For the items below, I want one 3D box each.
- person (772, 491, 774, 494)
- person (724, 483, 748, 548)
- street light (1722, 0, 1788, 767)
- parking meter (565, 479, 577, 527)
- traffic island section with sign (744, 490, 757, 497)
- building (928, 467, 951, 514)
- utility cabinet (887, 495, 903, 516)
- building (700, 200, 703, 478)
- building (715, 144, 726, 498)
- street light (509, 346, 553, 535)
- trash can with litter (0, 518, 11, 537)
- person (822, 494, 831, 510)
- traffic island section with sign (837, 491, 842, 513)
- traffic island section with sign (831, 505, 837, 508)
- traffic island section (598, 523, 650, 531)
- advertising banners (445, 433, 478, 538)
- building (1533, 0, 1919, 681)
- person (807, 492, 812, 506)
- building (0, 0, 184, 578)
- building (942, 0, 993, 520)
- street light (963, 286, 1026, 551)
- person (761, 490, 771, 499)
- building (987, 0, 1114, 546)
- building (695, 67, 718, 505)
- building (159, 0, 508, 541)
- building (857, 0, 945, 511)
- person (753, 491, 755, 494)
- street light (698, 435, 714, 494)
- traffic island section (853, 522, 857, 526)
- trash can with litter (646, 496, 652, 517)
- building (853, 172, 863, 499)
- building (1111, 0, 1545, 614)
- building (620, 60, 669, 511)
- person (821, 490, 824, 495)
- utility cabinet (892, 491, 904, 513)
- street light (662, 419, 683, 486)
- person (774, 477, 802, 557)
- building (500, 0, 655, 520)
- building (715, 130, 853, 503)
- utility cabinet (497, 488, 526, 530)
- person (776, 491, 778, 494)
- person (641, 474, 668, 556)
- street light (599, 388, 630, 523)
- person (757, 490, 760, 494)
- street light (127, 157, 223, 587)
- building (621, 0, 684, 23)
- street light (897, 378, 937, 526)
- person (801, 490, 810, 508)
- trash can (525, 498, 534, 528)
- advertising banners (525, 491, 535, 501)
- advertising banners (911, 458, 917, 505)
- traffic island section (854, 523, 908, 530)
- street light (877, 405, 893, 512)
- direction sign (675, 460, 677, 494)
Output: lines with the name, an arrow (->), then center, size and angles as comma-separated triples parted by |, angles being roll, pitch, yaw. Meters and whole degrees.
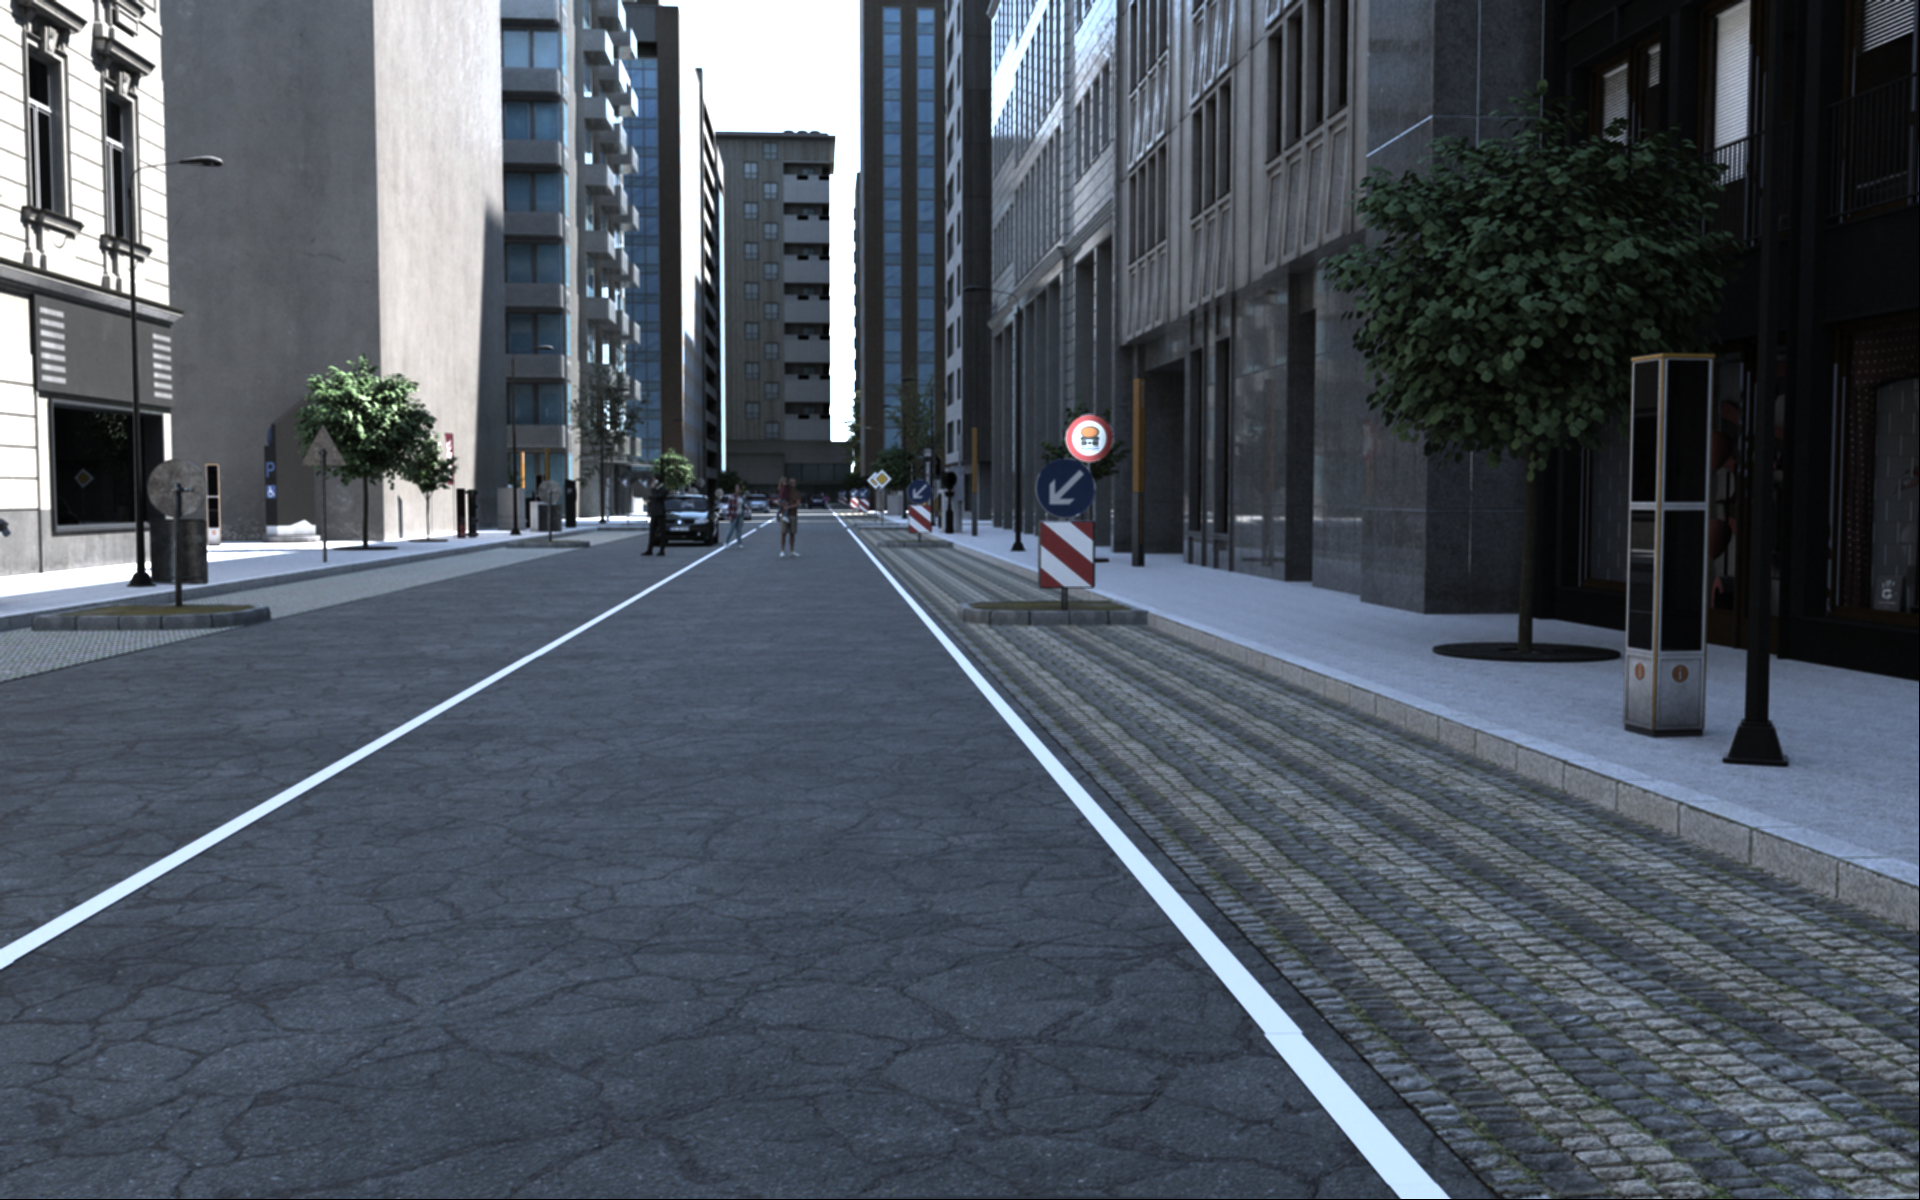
person -> -24.632, -13.399, 227.563 | 0.705, 1.826, 1.348 | 0, 4, -4
person -> -5.926, -2.234, 45.872 | 0.563, 1.720, 0.643 | -3, 5, -44
street light -> 3.280, -2.175, 8.100 | 1.470, 5.913, 1.316 | 0, 4, -5
parking meter -> -14.951, -3.722, 66.572 | 0.399, 1.863, 0.255 | 0, 4, 1
traffic island section with sign -> -21.833, -10.359, 178.004 | 1.989, 1.847, 2.006 | 0, 4, -5
building -> 14.329, -25.886, 115.116 | 32.217, 40.220, 23.993 | 0, 4, -5
utility cabinet -> -3.876, -5.620, 103.049 | 1.020, 1.237, 0.306 | 3, 5, 40
building -> -33.002, -31.868, 171.146 | 14.600, 45.320, 14.200 | 0, 4, -5
building -> -36.928, -34.636, 216.405 | 14.200, 45.320, 14.600 | 0, 4, -5
street light -> -13.442, -5.003, 54.348 | 1.470, 5.913, 1.316 | 0, 4, -5
trash can with litter -> -11.055, -0.495, 19.484 | 0.624, 1.170, 1.055 | -2, 4, -26
person -> -11.924, -8.705, 154.050 | 0.991, 1.433, 0.599 | -3, 4, -36
traffic island section with sign -> -8.022, -7.382, 129.323 | 1.989, 1.847, 2.006 | 0, 4, -5
traffic island section with sign -> -12.110, -10.421, 179.017 | 1.989, 1.847, 2.006 | 0, 4, -5
traffic island section -> -13.148, -2.827, 68.495 | 2.009, 0.180, 2.903 | 0, 4, -5
advertising banners -> -14.581, -3.329, 50.622 | 0.090, 3.025, 2.074 | 1, 4, 9
building -> 12.708, -11.022, 9.885 | 12.332, 23.373, 15.834 | 0, 4, -5
person -> -18.109, -12.217, 209.043 | 0.742, 1.727, 0.445 | 2, 4, 24
building -> -21.605, -14.482, 13.197 | 17.030, 29.872, 44.131 | 0, 4, -5
building -> 6.611, -19.313, 87.463 | 14.107, 30.474, 14.160 | 0, 4, -5
street light -> 0.773, -4.059, 38.901 | 1.470, 5.913, 1.316 | 0, 4, -5
person -> -18.828, -9.672, 166.768 | 1.348, 1.807, 0.705 | -2, 4, -30
building -> 7.799, -16.830, 52.670 | 11.434, 29.767, 29.804 | 0, 4, -5
building -> -37.882, -34.549, 188.575 | 21.300, 48.544, 21.600 | 0, 4, -5
building -> -33.492, -15.306, 54.762 | 34.151, 26.468, 19.350 | 0, 4, -5
building -> -1.075, -30.014, 140.836 | 14.600, 45.320, 14.200 | 0, 4, -5
person -> -19.082, -9.309, 161.410 | 0.721, 1.735, 1.217 | 2, 4, 27
street light -> -20.133, -10.066, 137.123 | 1.470, 5.913, 1.316 | 0, 4, -5
traffic island section -> -3.745, -3.363, 77.273 | 2.009, 0.180, 2.903 | 0, 4, -5
trash can with litter -> -17.174, -5.197, 96.350 | 0.624, 1.170, 1.055 | -1, 4, -9
building -> -4.487, -38.190, 248.106 | 21.600, 48.544, 21.300 | 0, 4, -5
building -> 10.128, -12.849, 28.100 | 12.078, 24.808, 19.932 | 0, 4, -5
building -> -38.804, -26.950, 132.506 | 32.217, 40.220, 23.993 | 0, 4, -5
person -> -15.005, -10.917, 186.869 | 0.599, 1.838, 0.709 | 0, 4, -2
utility cabinet -> -4.185, -6.749, 119.020 | 0.318, 1.500, 1.173 | -3, 5, -42
street light -> -17.746, -8.206, 106.714 | 1.470, 5.913, 1.316 | 0, 4, -5
person -> -3.958, -1.909, 39.685 | 0.573, 1.828, 0.580 | 2, 4, 31
building -> -30.255, -29.239, 97.660 | 23.786, 49.044, 30.456 | 0, 4, -5
building -> -29.472, -40.378, 249.419 | 27.495, 52.752, 28.713 | 0, 4, -5
utility cabinet -> -15.871, -3.219, 61.316 | 1.173, 1.500, 0.318 | 3, 4, 36
person -> -21.422, -11.858, 202.388 | 0.705, 1.822, 1.348 | 1, 4, 15
person -> -7.105, -1.991, 40.423 | 0.648, 1.900, 0.474 | 3, 5, 44
street light -> -15.187, -6.334, 76.097 | 1.470, 5.913, 1.316 | 0, 4, -5
person -> -20.358, -10.144, 174.294 | 0.705, 1.831, 1.348 | 2, 4, 24
street light -> -10.850, -3.145, 23.956 | 1.470, 5.913, 1.316 | 0, 4, -5
building -> -31.697, -31.004, 157.032 | 14.600, 45.320, 14.200 | 0, 4, -5
street light -> -1.655, -5.918, 69.305 | 1.470, 5.913, 1.316 | 0, 4, -5
person -> -16.255, -10.466, 179.704 | 1.350, 1.814, 0.705 | 0, 4, -4
trash can -> -16.546, -3.315, 65.855 | 0.748, 1.137, 0.748 | 0, 3, 0
advertising banners -> -17.302, -4.389, 67.954 | 2.074, 3.025, 0.090 | -1, 4, -13
advertising banners -> -2.245, -5.390, 84.309 | 0.090, 3.025, 2.074 | -1, 4, -8
traffic island section -> -3.090, -2.877, 69.315 | 2.009, 0.180, 2.903 | 0, 4, -5
street light -> -3.427, -7.209, 90.404 | 1.470, 5.913, 1.316 | 0, 4, -5
direction sign -> -18.807, -7.511, 114.794 | 0.379, 3.537, 0.876 | 0, 4, 0
